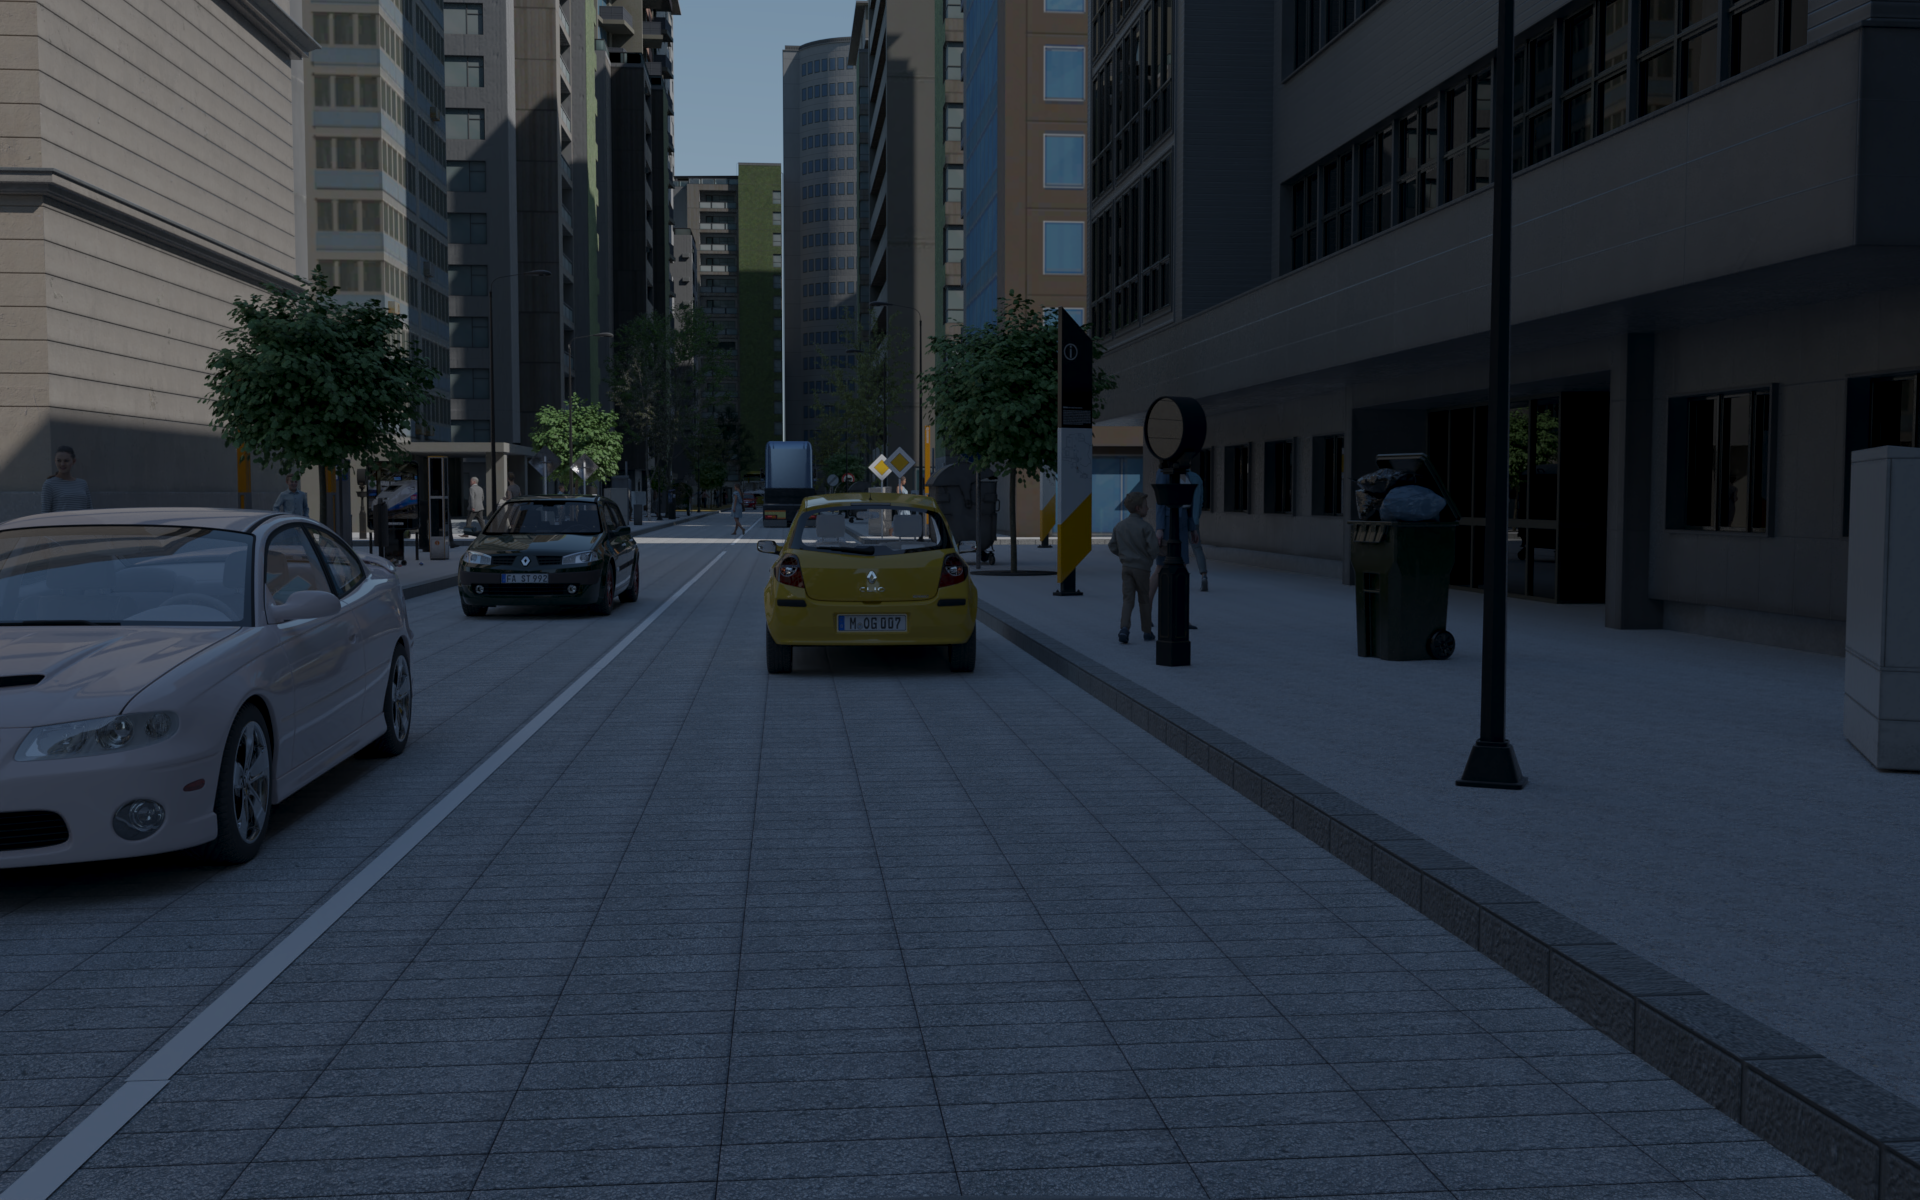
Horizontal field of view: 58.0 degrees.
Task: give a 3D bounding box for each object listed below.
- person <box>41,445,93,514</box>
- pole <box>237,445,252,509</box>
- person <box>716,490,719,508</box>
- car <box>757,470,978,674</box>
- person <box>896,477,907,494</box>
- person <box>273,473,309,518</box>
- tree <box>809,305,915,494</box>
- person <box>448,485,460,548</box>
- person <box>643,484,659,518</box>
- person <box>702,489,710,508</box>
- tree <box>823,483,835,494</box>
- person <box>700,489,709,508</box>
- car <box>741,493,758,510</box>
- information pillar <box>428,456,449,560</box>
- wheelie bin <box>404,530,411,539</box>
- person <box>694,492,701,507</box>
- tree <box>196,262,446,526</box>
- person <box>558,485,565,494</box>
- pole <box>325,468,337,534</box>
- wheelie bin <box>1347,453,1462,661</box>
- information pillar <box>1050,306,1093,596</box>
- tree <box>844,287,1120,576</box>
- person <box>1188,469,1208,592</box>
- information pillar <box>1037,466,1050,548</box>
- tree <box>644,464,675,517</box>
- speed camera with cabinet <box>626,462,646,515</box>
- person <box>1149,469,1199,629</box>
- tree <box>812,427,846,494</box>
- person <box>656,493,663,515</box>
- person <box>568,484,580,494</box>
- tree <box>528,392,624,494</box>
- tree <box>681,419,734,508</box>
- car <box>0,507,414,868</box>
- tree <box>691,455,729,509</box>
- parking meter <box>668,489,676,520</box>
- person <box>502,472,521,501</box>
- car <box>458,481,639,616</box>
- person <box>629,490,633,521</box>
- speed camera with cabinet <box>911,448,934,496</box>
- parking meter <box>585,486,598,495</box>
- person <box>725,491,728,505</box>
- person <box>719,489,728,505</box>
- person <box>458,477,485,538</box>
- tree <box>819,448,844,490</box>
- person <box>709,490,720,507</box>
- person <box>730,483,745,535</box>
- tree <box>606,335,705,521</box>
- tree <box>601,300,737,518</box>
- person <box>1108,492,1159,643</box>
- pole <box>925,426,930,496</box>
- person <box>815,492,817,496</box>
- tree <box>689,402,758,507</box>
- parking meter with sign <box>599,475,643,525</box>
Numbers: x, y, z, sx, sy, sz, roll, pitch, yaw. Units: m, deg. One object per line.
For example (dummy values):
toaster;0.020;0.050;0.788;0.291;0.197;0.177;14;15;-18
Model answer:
person;-8.314;-0.566;16.041;0.760;1.731;0.466;0;4;-1
pole;-11.937;-2.143;28.878;0.158;3.312;0.155;0;3;0
person;-22.433;-9.415;160.058;0.705;1.814;1.350;-1;4;-9
car;-0.807;-0.310;15.291;2.015;1.641;3.980;0;4;-4
person;-1.788;-2.791;51.762;0.778;1.811;0.616;1;4;20
person;-10.392;-1.172;27.008;0.589;1.601;0.330;-2;4;-32
tree;-3.493;-7.084;66.181;4.737;8.622;4.395;0;3;0
person;-12.174;-2.145;40.886;0.755;1.850;0.659;2;4;31
person;-16.838;-5.405;94.380;0.822;1.834;0.622;-1;4;-9
person;-22.894;-9.134;156.097;0.721;1.736;1.217;1;4;21
tree;-11.097;-9.698;153.170;1.663;3.219;1.824;0;3;0
person;-23.477;-9.292;158.685;1.217;1.735;0.721;2;4;35
car;-19.552;-9.140;158.477;2.155;1.783;4.494;0;4;-5
information pillar;-10.121;-1.782;33.629;0.304;2.012;0.304;0;4;-1
wheelie bin;-16.241;-2.567;49.882;0.980;1.594;0.693;-2;4;-29
person;-25.877;-10.133;171.699;1.348;1.826;0.705;-1;4;-10
tree;-9.071;-2.499;24.580;4.285;4.588;4.351;0;3;0
person;-13.611;-3.139;59.173;0.330;1.601;0.589;1;4;11
pole;-10.523;-2.144;28.895;0.158;3.312;0.155;0;3;0
wheelie bin;3.455;-0.343;13.512;0.693;1.594;0.980;-1;4;-22
information pillar;1.435;-1.863;21.807;0.504;3.616;0.183;-2;4;-30
tree;0.938;-2.690;27.689;4.285;4.588;4.351;0;3;0
person;2.983;-1.041;22.923;0.638;1.841;0.748;-1;4;-19
information pillar;2.086;-3.053;41.265;0.504;3.616;0.183;-3;5;-45
tree;-16.917;-6.323;97.983;1.663;3.219;1.824;0;3;0
speed camera with cabinet;-20.123;-6.842;106.199;0.660;3.252;2.038;2;4;30
person;2.021;-0.644;16.590;0.581;1.822;0.654;-2;4;-29
tree;-13.609;-13.946;178.374;4.360;8.622;3.978;0;3;0
person;-17.894;-5.935;103.259;0.537;1.800;0.526;-3;4;-37
person;-17.038;-4.294;76.520;0.678;1.792;0.850;-2;4;-33
tree;-12.296;-4.406;55.751;4.285;4.588;4.351;0;3;0
tree;-23.729;-12.920;161.605;4.737;8.622;4.395;0;3;0
car;-3.832;0.261;8.089;2.083;1.381;4.827;0;4;-6
tree;-20.952;-9.877;145.195;4.285;4.588;4.351;0;3;0
parking meter;-14.517;-4.825;87.296;0.372;1.533;0.369;0;3;0
person;-10.119;-2.003;39.137;0.374;1.781;0.599;1;4;16
car;-5.050;-0.722;21.591;2.009;1.686;4.222;0;4;-4
person;-15.554;-4.568;80.911;0.592;1.802;0.473;-2;4;-35
speed camera with cabinet;-1.557;-4.930;74.939;0.660;3.252;2.038;-1;4;-20
parking meter;-10.986;-2.642;51.611;0.372;1.533;0.369;0;3;0
person;-27.939;-12.022;205.774;0.721;1.743;1.217;2;4;34
person;-26.725;-11.643;196.035;0.705;1.869;1.348;3;4;36
person;-14.255;-2.706;50.685;0.834;1.777;0.661;1;4;8
tree;-8.041;-8.319;119.728;4.285;4.588;4.351;0;3;0
person;-25.134;-10.451;177.644;1.217;1.735;0.721;-1;4;-17
person;-7.723;-3.177;60.539;0.778;1.811;0.616;3;5;43
tree;-14.339;-7.990;81.001;4.360;8.622;3.978;0;3;0
tree;-15.440;-10.185;92.284;9.928;11.665;9.643;0;3;0
person;1.504;-0.285;14.983;0.475;1.303;0.640;1;4;21
pole;-0.975;-3.540;51.720;0.158;3.312;0.155;0;3;0
person;-16.663;-11.759;198.317;0.705;1.821;1.348;2;4;24
tree;-23.767;-14.642;173.811;7.601;10.594;8.767;0;4;-2
parking meter with sign;-13.929;-4.577;71.090;1.738;3.016;0.543;-1;4;-9
